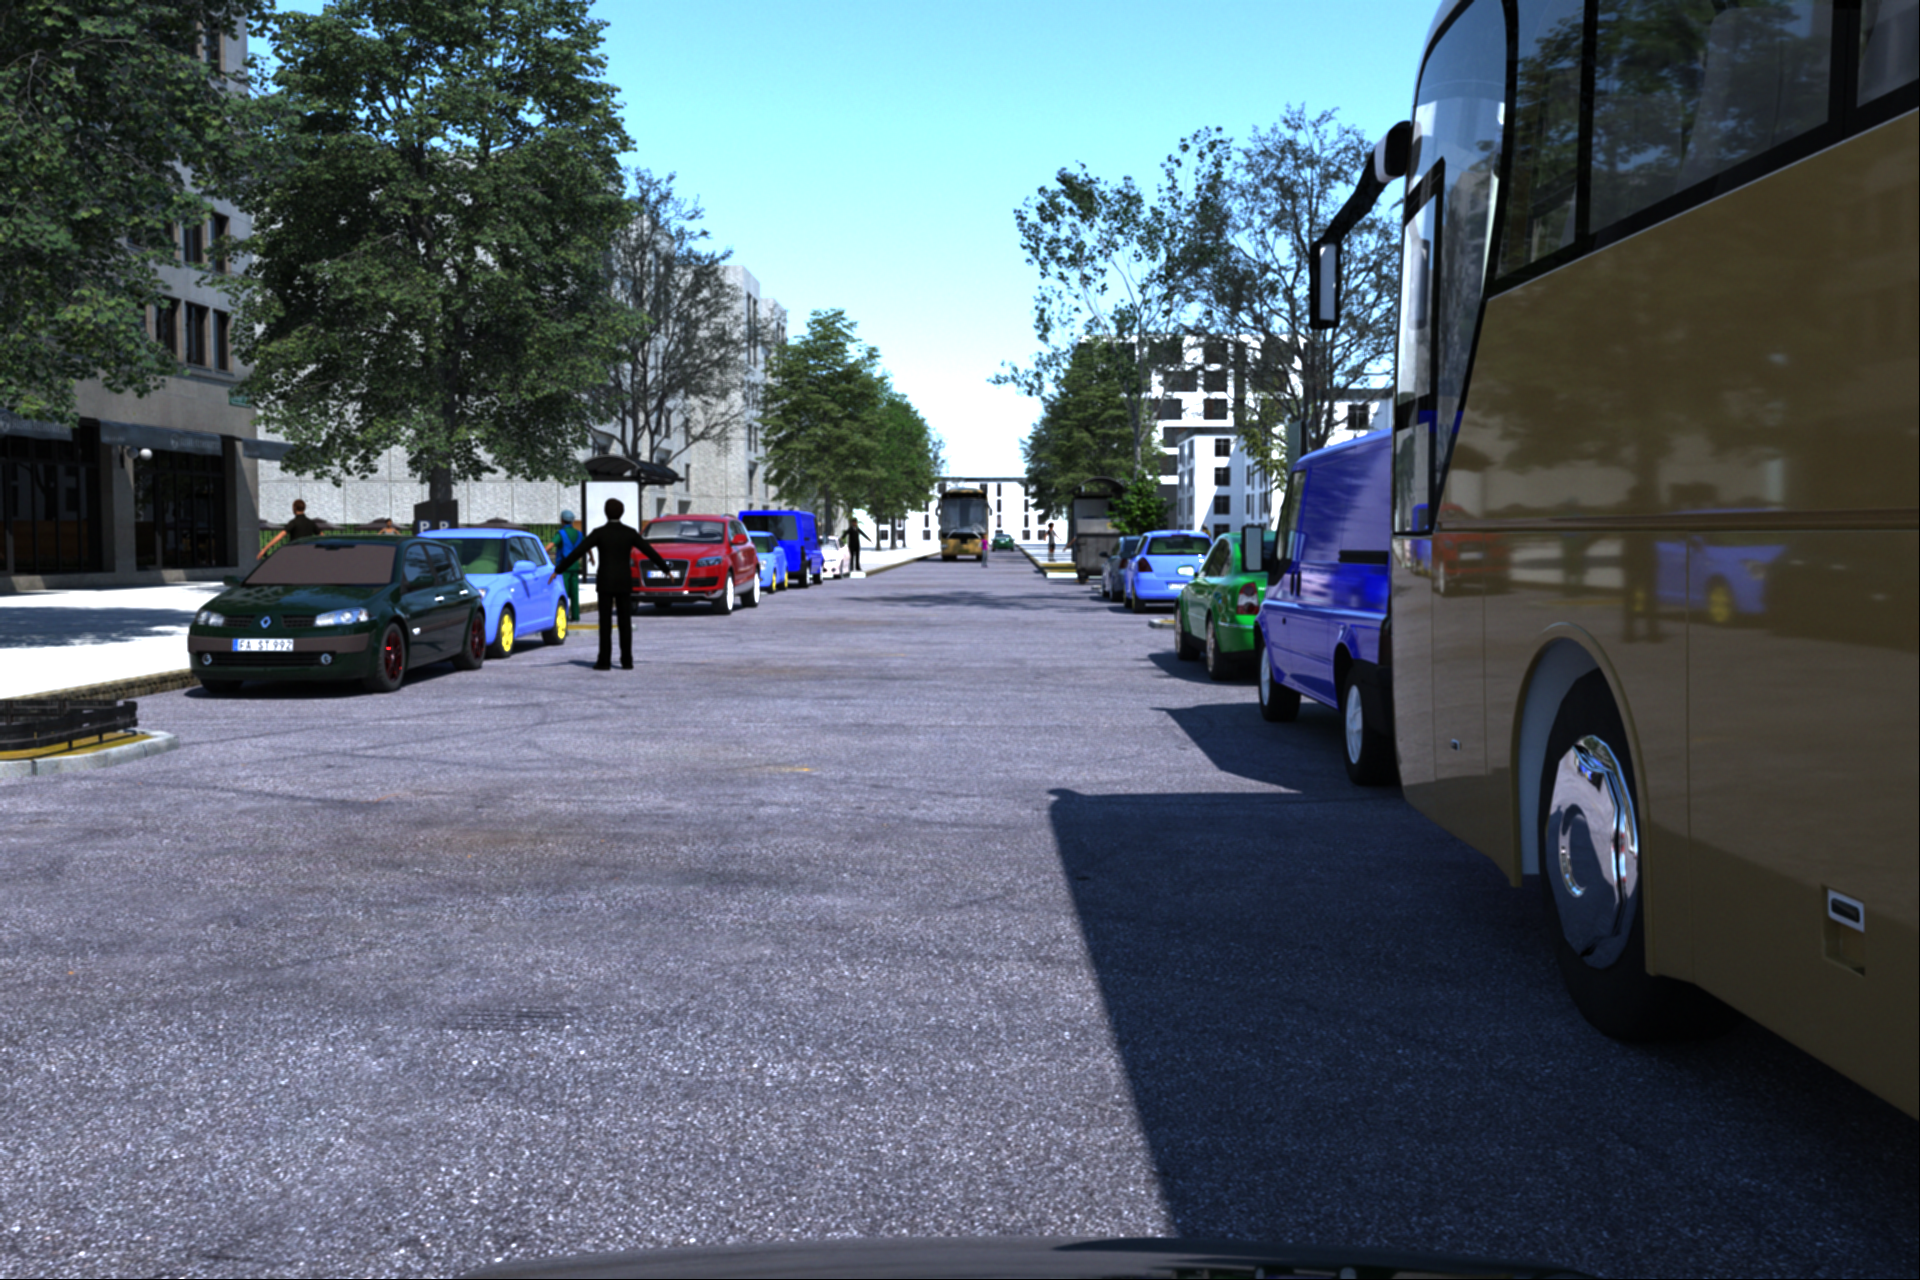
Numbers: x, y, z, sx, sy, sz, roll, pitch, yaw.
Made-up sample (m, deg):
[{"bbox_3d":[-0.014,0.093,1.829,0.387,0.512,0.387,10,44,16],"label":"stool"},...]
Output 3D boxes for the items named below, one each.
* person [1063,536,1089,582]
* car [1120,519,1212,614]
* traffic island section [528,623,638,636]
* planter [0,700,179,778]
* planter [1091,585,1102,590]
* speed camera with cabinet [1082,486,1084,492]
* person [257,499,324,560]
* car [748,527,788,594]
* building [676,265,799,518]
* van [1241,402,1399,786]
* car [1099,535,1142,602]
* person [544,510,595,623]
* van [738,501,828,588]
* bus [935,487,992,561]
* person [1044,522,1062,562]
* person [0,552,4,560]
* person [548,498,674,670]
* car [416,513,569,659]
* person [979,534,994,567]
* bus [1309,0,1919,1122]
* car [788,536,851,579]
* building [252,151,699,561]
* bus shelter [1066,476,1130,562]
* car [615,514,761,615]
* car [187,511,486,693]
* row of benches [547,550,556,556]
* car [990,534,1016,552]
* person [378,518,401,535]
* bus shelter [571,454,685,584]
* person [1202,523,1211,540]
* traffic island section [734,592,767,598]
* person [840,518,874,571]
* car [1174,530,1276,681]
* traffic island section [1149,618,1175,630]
[{"bbox_3d":[3.645,-2.643,51.529,1.347,1.847,0.705,-3,4,-36],"label":"person"},{"bbox_3d":[3.982,-1.397,32.433,1.945,1.707,3.694,0,4,2],"label":"car"},{"bbox_3d":[-5.787,-0.146,25.248,1.991,0.108,1.994,0,4,2],"label":"traffic island section"},{"bbox_3d":[-6.208,0.616,11.071,1.991,0.319,1.994,0,4,1],"label":"planter"},{"bbox_3d":[4.398,-1.438,44.646,1.991,0.319,1.994,0,4,2],"label":"planter"},{"bbox_3d":[5.213,-4.637,70.152,0.660,3.252,2.038,0,4,0],"label":"speed camera with cabinet"},{"bbox_3d":[-9.963,-1.217,26.120,0.705,1.803,1.348,2,4,31],"label":"person"},{"bbox_3d":[-5.252,-2.021,42.639,1.945,1.707,3.694,0,4,1],"label":"car"},{"bbox_3d":[-22.232,-16.107,129.814,16.747,18.905,31.486,0,4,1],"label":"building"},{"bbox_3d":[3.210,-0.435,11.493,2.240,2.365,5.245,0,4,1],"label":"van"},{"bbox_3d":[4.065,-1.578,37.801,2.014,1.417,4.499,0,4,1],"label":"car"},{"bbox_3d":[-6.359,-1.186,27.973,0.704,1.817,1.347,2,4,34],"label":"person"},{"bbox_3d":[-4.888,-2.634,47.453,2.240,2.365,5.245,0,4,2],"label":"van"},{"bbox_3d":[0.307,-6.261,93.916,2.896,3.916,12.252,0,4,1],"label":"bus"},{"bbox_3d":[4.277,-4.545,80.457,0.704,1.843,1.345,3,4,38],"label":"person"},{"bbox_3d":[-14.681,-1.183,25.405,0.705,1.821,1.348,1,4,21],"label":"person"},{"bbox_3d":[-3.663,-0.592,18.316,1.347,1.806,0.705,-2,4,-24],"label":"person"},{"bbox_3d":[-6.000,-0.701,21.054,1.945,1.707,3.694,0,4,2],"label":"car"},{"bbox_3d":[1.108,-3.829,74.320,0.599,1.433,0.991,3,5,40],"label":"person"},{"bbox_3d":[2.988,-0.619,1.675,2.896,3.916,12.252,0,3,0],"label":"bus"},{"bbox_3d":[-4.621,-2.700,56.499,2.083,1.381,4.827,0,4,2],"label":"car"},{"bbox_3d":[-25.580,-14.051,96.185,16.747,18.905,31.486,0,4,1],"label":"building"},{"bbox_3d":[4.995,-4.255,63.493,2.014,3.302,5.546,0,4,1],"label":"bus shelter"},{"bbox_3d":[-5.010,-1.448,32.350,2.281,1.827,5.304,0,4,2],"label":"car"},{"bbox_3d":[-5.948,-0.435,16.900,2.009,1.686,4.222,0,4,1],"label":"car"},{"bbox_3d":[-15.911,-3.179,67.443,1.422,0.672,4.104,2,4,27],"label":"row of benches"},{"bbox_3d":[3.525,-7.962,141.981,2.131,1.459,4.920,0,4,2],"label":"car"},{"bbox_3d":[-16.539,-2.656,50.229,1.217,1.737,0.721,-2,4,-24],"label":"person"},{"bbox_3d":[-8.881,-3.231,46.743,2.014,3.302,5.546,0,4,1],"label":"bus shelter"},{"bbox_3d":[12.948,-5.264,91.837,0.705,1.858,1.354,3,5,42],"label":"person"},{"bbox_3d":[-5.475,-1.033,39.752,1.991,0.108,1.994,0,4,1],"label":"traffic island section"},{"bbox_3d":[-3.658,-3.332,60.414,1.347,1.837,0.705,-2,4,-28],"label":"person"},{"bbox_3d":[3.339,-0.581,18.297,1.959,1.807,4.718,0,4,0],"label":"car"},{"bbox_3d":[3.944,-0.238,26.759,1.991,0.108,1.994,0,4,1],"label":"traffic island section"}]
